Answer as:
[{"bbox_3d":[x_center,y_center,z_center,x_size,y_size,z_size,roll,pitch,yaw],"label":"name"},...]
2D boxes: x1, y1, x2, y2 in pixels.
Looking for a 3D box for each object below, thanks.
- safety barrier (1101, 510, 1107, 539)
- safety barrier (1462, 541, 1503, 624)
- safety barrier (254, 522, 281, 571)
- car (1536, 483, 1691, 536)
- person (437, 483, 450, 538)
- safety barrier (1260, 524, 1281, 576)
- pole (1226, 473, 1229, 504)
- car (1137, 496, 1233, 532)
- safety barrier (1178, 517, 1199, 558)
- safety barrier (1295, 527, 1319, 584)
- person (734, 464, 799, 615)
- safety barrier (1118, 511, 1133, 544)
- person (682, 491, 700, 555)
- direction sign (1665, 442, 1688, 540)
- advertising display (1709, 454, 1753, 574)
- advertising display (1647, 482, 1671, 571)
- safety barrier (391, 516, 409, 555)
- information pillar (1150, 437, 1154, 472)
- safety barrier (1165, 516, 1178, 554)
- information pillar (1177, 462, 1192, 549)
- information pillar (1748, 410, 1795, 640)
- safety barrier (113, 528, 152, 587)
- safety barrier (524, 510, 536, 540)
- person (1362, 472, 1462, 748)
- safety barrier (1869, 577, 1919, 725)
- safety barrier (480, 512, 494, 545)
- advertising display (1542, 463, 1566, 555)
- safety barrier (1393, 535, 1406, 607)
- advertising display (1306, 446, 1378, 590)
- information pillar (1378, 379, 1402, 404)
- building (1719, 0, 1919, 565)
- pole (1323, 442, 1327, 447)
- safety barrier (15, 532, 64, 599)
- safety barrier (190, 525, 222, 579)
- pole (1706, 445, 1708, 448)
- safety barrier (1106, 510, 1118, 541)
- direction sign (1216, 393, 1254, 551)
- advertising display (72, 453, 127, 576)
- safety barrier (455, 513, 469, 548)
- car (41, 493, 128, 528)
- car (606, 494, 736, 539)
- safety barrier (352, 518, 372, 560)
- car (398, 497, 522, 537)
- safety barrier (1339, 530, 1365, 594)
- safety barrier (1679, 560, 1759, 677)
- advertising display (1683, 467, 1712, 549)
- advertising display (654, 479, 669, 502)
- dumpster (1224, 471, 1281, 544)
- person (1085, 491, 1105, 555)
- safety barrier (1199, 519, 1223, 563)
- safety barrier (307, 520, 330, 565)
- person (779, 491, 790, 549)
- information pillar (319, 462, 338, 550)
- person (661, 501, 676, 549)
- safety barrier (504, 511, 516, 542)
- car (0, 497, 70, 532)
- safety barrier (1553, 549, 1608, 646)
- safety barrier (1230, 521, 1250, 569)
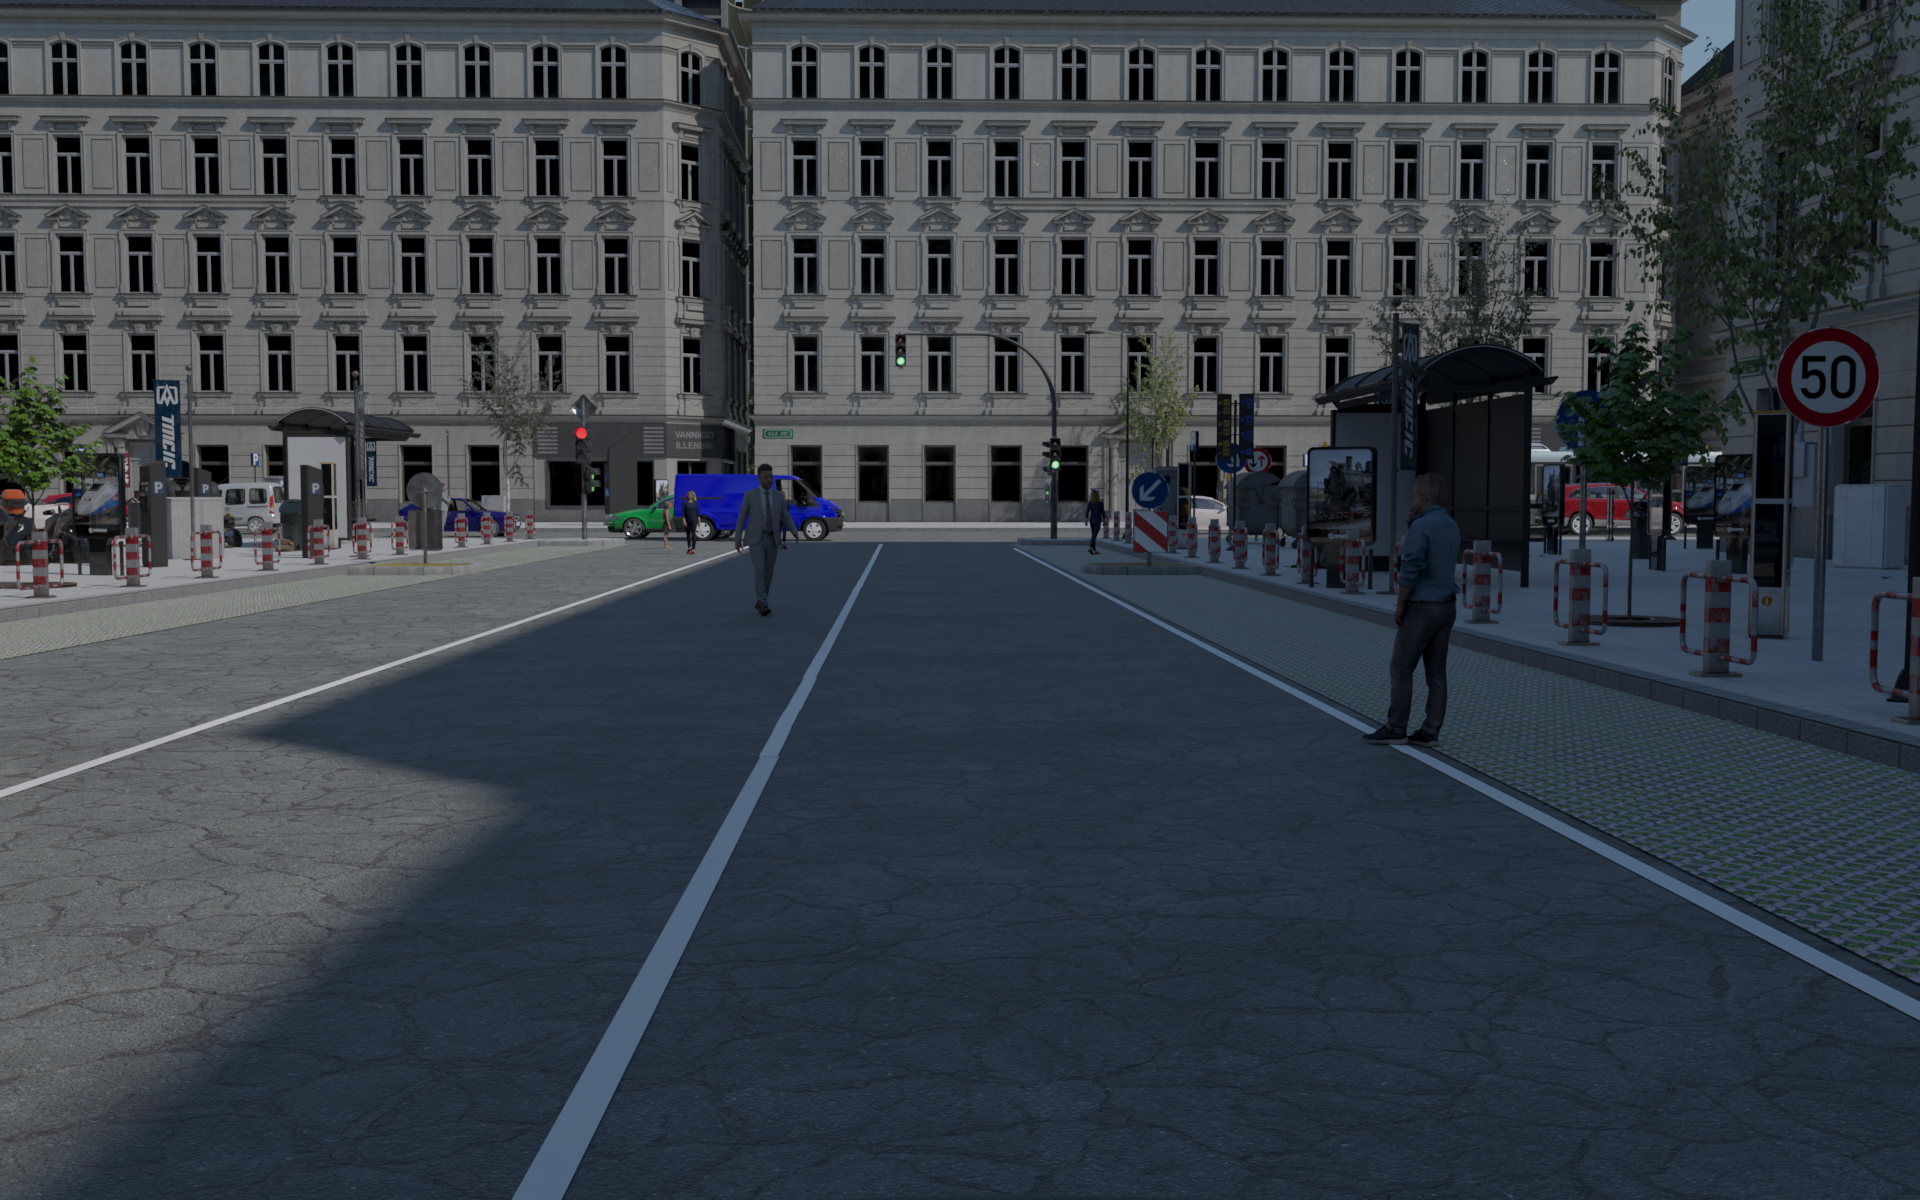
[{"bbox_3d":[4.203,-2.171,49.772,0.300,0.817,1.120,0,4,-2],"label":"safety barrier"},{"bbox_3d":[5.177,-0.178,17.188,0.300,0.817,1.120,0,4,-2],"label":"safety barrier"},{"bbox_3d":[-11.541,-0.892,28.866,0.300,0.817,1.120,0,4,-2],"label":"safety barrier"},{"bbox_3d":[22.910,-3.183,60.715,5.304,1.827,2.281,0,4,-1],"label":"car"},{"bbox_3d":[-16.706,-2.899,56.077,0.511,1.800,0.466,3,5,43],"label":"person"},{"bbox_3d":[4.879,-0.791,27.209,0.300,0.817,1.120,0,4,-2],"label":"safety barrier"},{"bbox_3d":[11.615,-4.953,74.826,0.158,3.312,0.155,0,3,0],"label":"pole"},{"bbox_3d":[8.720,-3.050,62.224,4.827,1.381,2.083,0,4,-3],"label":"car"},{"bbox_3d":[4.653,-1.251,34.733,0.300,0.817,1.120,0,4,-2],"label":"safety barrier"},{"bbox_3d":[4.955,-0.638,24.702,0.300,0.817,1.120,0,4,-2],"label":"safety barrier"},{"bbox_3d":[-2.319,-0.722,20.585,0.678,1.792,0.850,-2,4,-26],"label":"person"},{"bbox_3d":[4.355,-1.864,44.758,0.300,0.817,1.120,0,4,-2],"label":"safety barrier"},{"bbox_3d":[-6.422,-1.843,41.180,0.480,1.512,0.613,-2,4,-31],"label":"person"},{"bbox_3d":[19.917,-3.455,48.493,0.876,3.537,0.379,3,4,38],"label":"direction sign"},{"bbox_3d":[12.501,-1.383,27.827,0.123,1.923,0.974,-1,4,-18],"label":"advertising display"},{"bbox_3d":[11.744,-1.462,29.119,0.123,1.923,0.974,0,4,8],"label":"advertising display"},{"bbox_3d":[-11.770,-1.352,36.387,0.300,0.817,1.120,0,4,-2],"label":"safety barrier"},{"bbox_3d":[7.904,-4.896,71.403,0.183,3.616,0.504,0,4,-3],"label":"information pillar"},{"bbox_3d":[4.577,-1.405,37.244,0.300,0.817,1.120,0,4,-2],"label":"safety barrier"},{"bbox_3d":[5.212,-2.187,40.248,0.304,2.012,0.304,1,4,14],"label":"information pillar"},{"bbox_3d":[7.217,-0.667,15.402,0.304,2.012,0.304,2,4,33],"label":"information pillar"},{"bbox_3d":[-11.389,-0.585,23.841,0.300,0.817,1.120,0,4,-2],"label":"safety barrier"},{"bbox_3d":[-12.148,-2.120,48.934,0.300,0.817,1.120,0,4,-2],"label":"safety barrier"},{"bbox_3d":[2.600,0.056,9.792,0.499,1.552,0.429,-1,4,-16],"label":"person"},{"bbox_3d":[5.405,0.282,9.672,0.300,0.817,1.120,0,4,-2],"label":"safety barrier"},{"bbox_3d":[-11.996,-1.813,43.920,0.300,0.817,1.120,0,4,-2],"label":"safety barrier"},{"bbox_3d":[12.616,-1.934,36.833,0.123,1.923,0.974,0,4,-2],"label":"advertising display"},{"bbox_3d":[5.105,-0.331,19.691,0.300,0.817,1.120,0,4,-2],"label":"safety barrier"},{"bbox_3d":[5.173,-1.119,23.504,0.974,1.923,0.123,3,4,36],"label":"advertising display"},{"bbox_3d":[8.039,-2.515,32.471,0.504,3.616,0.183,-1,4,-10],"label":"information pillar"},{"bbox_3d":[25.321,-14.670,16.277,17.030,29.872,44.131,0,4,-2],"label":"building"},{"bbox_3d":[14.289,-4.529,67.886,0.158,3.312,0.155,0,3,0],"label":"pole"},{"bbox_3d":[-11.316,-0.430,21.311,0.300,0.817,1.120,0,4,-2],"label":"safety barrier"},{"bbox_3d":[-11.467,-0.739,26.360,0.300,0.817,1.120,0,4,-2],"label":"safety barrier"},{"bbox_3d":[31.233,-4.824,72.719,0.158,3.312,0.155,0,3,0],"label":"pole"},{"bbox_3d":[4.275,-2.018,47.262,0.300,0.817,1.120,0,4,-2],"label":"safety barrier"},{"bbox_3d":[6.217,-2.886,39.184,0.876,3.537,0.379,2,4,29],"label":"direction sign"},{"bbox_3d":[-13.544,-1.348,27.257,0.974,1.923,0.123,1,4,19],"label":"advertising display"},{"bbox_3d":[-11.920,-1.660,41.409,0.300,0.817,1.120,0,4,-2],"label":"safety barrier"},{"bbox_3d":[-31.047,-3.271,62.520,4.494,1.783,2.155,0,3,0],"label":"car"},{"bbox_3d":[-9.050,-2.891,56.071,4.718,1.807,1.959,0,4,-2],"label":"car"},{"bbox_3d":[-11.693,-1.199,33.883,0.300,0.817,1.120,0,4,-2],"label":"safety barrier"},{"bbox_3d":[-16.803,-2.791,58.213,3.894,1.354,1.945,0,4,-1],"label":"car"},{"bbox_3d":[5.031,-0.485,22.198,0.300,0.817,1.120,0,4,-2],"label":"safety barrier"},{"bbox_3d":[5.326,0.128,12.181,0.300,0.817,1.120,0,4,-2],"label":"safety barrier"},{"bbox_3d":[17.441,-2.159,40.513,0.974,1.923,0.123,1,4,14],"label":"advertising display"},{"bbox_3d":[-12.982,-4.284,75.262,0.123,1.923,0.974,2,4,24],"label":"advertising display"},{"bbox_3d":[7.625,-2.396,44.938,1.264,1.857,1.865,0,4,-2],"label":"dumpster"},{"bbox_3d":[3.176,-1.819,40.775,0.480,1.512,0.613,0,4,8],"label":"person"},{"bbox_3d":[4.732,-1.098,32.224,0.300,0.817,1.120,0,4,-2],"label":"safety barrier"},{"bbox_3d":[-11.616,-1.046,31.377,0.300,0.817,1.120,0,4,-2],"label":"safety barrier"},{"bbox_3d":[-4.624,-2.089,45.195,0.480,1.512,0.613,-2,4,-30],"label":"person"},{"bbox_3d":[-14.552,-2.168,39.945,0.304,2.012,0.304,0,4,-3],"label":"information pillar"},{"bbox_3d":[-7.623,-1.965,45.298,0.373,1.253,0.362,0,4,-1],"label":"person"},{"bbox_3d":[-12.071,-1.966,46.423,0.300,0.817,1.120,0,4,-2],"label":"safety barrier"},{"bbox_3d":[-33.329,-2.904,59.841,4.827,1.381,2.083,0,4,-2],"label":"car"},{"bbox_3d":[5.254,-0.025,14.684,0.300,0.817,1.120,0,4,-2],"label":"safety barrier"},{"bbox_3d":[4.807,-0.945,29.719,0.300,0.817,1.120,0,4,-2],"label":"safety barrier"}]
